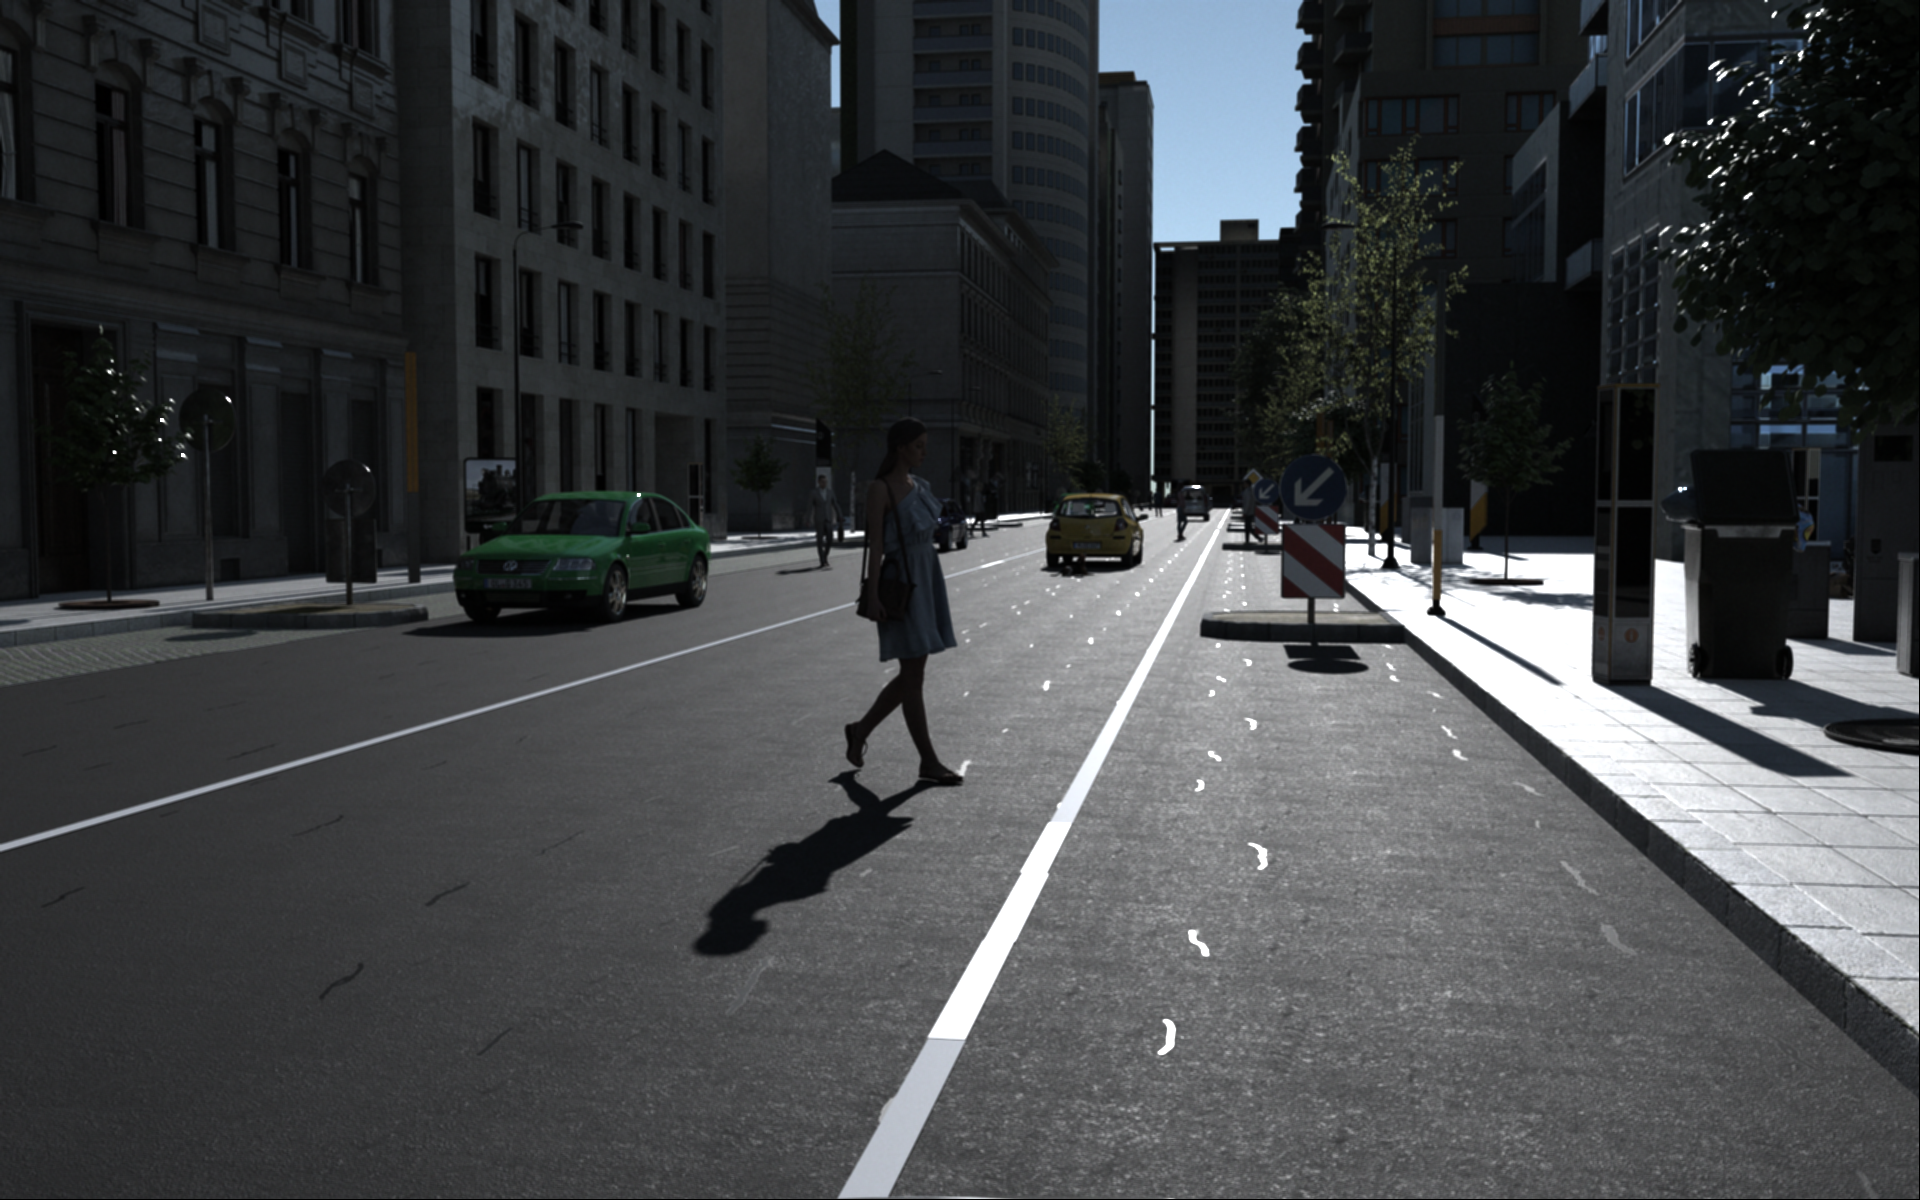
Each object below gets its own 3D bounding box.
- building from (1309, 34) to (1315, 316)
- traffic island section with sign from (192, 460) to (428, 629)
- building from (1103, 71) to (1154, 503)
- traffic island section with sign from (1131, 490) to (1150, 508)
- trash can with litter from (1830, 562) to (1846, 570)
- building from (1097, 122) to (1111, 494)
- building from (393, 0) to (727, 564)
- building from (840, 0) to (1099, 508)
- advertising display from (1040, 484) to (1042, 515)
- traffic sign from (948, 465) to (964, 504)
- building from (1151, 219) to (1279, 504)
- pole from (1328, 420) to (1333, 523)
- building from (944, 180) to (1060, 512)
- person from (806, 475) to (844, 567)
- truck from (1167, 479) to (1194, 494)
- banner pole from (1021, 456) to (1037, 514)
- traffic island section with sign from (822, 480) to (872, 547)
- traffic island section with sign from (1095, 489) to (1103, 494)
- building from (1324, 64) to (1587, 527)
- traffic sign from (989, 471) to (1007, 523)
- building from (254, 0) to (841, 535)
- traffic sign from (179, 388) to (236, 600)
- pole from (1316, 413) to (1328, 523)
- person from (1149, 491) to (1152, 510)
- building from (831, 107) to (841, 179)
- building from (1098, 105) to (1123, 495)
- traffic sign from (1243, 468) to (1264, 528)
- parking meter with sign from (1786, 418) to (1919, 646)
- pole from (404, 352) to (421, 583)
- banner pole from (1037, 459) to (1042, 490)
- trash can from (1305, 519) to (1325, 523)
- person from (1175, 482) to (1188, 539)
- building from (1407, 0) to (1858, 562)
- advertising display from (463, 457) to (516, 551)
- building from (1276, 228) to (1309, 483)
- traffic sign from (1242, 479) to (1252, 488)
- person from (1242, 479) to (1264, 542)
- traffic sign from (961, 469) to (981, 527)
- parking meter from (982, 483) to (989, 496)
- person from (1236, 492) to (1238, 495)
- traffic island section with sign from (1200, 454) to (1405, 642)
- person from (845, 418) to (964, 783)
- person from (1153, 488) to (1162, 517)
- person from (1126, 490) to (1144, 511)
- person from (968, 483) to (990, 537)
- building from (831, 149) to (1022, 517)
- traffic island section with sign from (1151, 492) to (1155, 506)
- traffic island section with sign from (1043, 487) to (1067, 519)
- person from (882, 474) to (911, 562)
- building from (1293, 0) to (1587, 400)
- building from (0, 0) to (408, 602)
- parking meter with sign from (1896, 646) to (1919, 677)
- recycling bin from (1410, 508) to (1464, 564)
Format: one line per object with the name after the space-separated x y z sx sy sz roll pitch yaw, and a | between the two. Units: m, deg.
42.626 -44.646 168.208 20.563 71.187 20.611 1 4 9 | building
-7.080 -0.652 19.293 1.989 1.847 2.006 1 4 9 | traffic island section with sign
13.084 -43.093 246.573 28.212 58.520 21.231 1 4 9 | building
18.120 -10.281 176.723 1.989 1.847 2.006 1 4 9 | traffic island section with sign
15.609 -1.152 29.889 2.233 1.210 1.678 -2 4 -32 | trash can with litter
8.613 -30.741 186.213 14.154 41.232 14.086 1 4 9 | building
-12.943 -11.342 40.201 10.420 20.320 16.860 1 4 9 | building
1.574 -38.130 165.424 21.231 58.520 28.212 1 4 9 | building
5.066 -6.296 108.149 0.123 1.923 0.974 0 4 3 | advertising display
-0.102 -4.737 77.452 0.884 2.594 0.081 1 4 14 | traffic sign
39.779 -34.022 248.141 23.993 40.220 32.217 1 4 9 | building
10.229 -3.309 47.951 0.158 3.312 0.155 0 3 0 | pole
-1.805 -18.394 134.021 16.112 22.955 30.059 1 4 9 | building
-2.669 -1.560 34.132 0.709 1.813 0.853 -2 4 -27 | person
28.188 -13.755 220.825 3.469 3.379 9.791 1 4 9 | truck
4.410 -7.580 113.943 0.863 3.779 0.401 -2 4 -33 | banner pole
-2.621 -2.358 47.173 1.989 1.847 2.006 1 4 9 | traffic island section with sign
10.302 -7.296 127.925 1.989 1.847 2.006 1 4 9 | traffic island section with sign
32.818 -14.532 82.636 28.899 21.520 27.650 1 4 9 | building
1.676 -4.420 75.911 0.795 2.450 0.064 1 4 9 | traffic sign
-14.337 -13.095 63.260 18.267 20.994 9.793 1 4 9 | building
-9.067 -1.269 20.855 0.768 2.556 0.104 1 4 12 | traffic sign
9.041 -3.036 43.483 0.158 3.312 0.155 0 3 0 | pole
17.131 -8.936 155.527 0.530 1.710 0.541 2 4 33 | person
-16.911 -36.598 217.982 30.456 49.044 23.786 1 4 9 | building
8.900 -36.139 214.579 21.600 48.544 21.300 1 4 9 | building
11.218 -3.831 66.282 0.795 2.450 0.064 1 4 9 | traffic sign
8.164 -1.149 15.050 1.738 3.016 0.543 2 4 26 | parking meter with sign
-7.905 -1.905 24.991 0.158 3.312 0.155 0 3 0 | pole
5.454 -8.068 121.932 0.863 3.779 0.401 0 4 6 | banner pole
11.279 -2.652 55.018 0.748 1.137 0.748 0 3 0 | trash can
7.038 -2.844 55.003 0.388 1.821 0.555 -1 4 -16 | person
25.022 -44.738 44.131 22.319 86.520 31.000 1 4 9 | building
-8.261 -1.554 30.625 0.974 1.923 0.123 -1 4 -17 | advertising display
41.563 -25.477 188.243 14.160 30.474 14.107 1 4 9 | building
12.480 -4.313 74.167 0.795 2.450 0.064 1 4 9 | traffic sign
7.876 -2.346 46.708 0.795 1.843 0.661 2 4 29 | person
0.414 -3.938 68.025 0.795 2.450 0.064 1 4 9 | traffic sign
1.341 -5.265 91.786 0.255 1.863 0.399 2 4 35 | parking meter
35.161 -12.868 219.443 0.434 1.755 0.990 1 4 12 | person
3.503 -0.567 17.897 1.989 1.847 2.006 1 4 9 | traffic island section with sign
-0.323 -0.006 8.699 0.778 1.811 0.616 3 4 37 | person
12.656 -6.236 110.633 0.721 1.800 0.419 0 4 -2 | person
14.617 -8.367 145.514 1.509 1.804 0.699 2 4 26 | person
0.627 -3.008 57.867 0.728 1.800 0.709 0 4 -3 | person
-4.221 -15.163 98.821 10.553 20.767 40.483 1 4 9 | building
22.375 -11.909 203.342 1.989 1.847 2.006 1 4 9 | traffic island section with sign
5.918 -5.620 100.515 1.989 1.847 2.006 1 4 9 | traffic island section with sign
-1.014 -1.401 31.501 0.778 1.811 0.616 -1 4 -15 | person
34.953 -28.582 121.938 22.147 44.769 28.867 1 4 9 | building
-15.805 -10.587 22.243 9.793 20.994 18.267 1 4 9 | building
7.532 -0.962 11.996 1.738 3.016 0.543 1 4 13 | parking meter with sign
8.814 -1.190 32.012 0.722 1.027 0.722 -1 4 -15 | recycling bin
